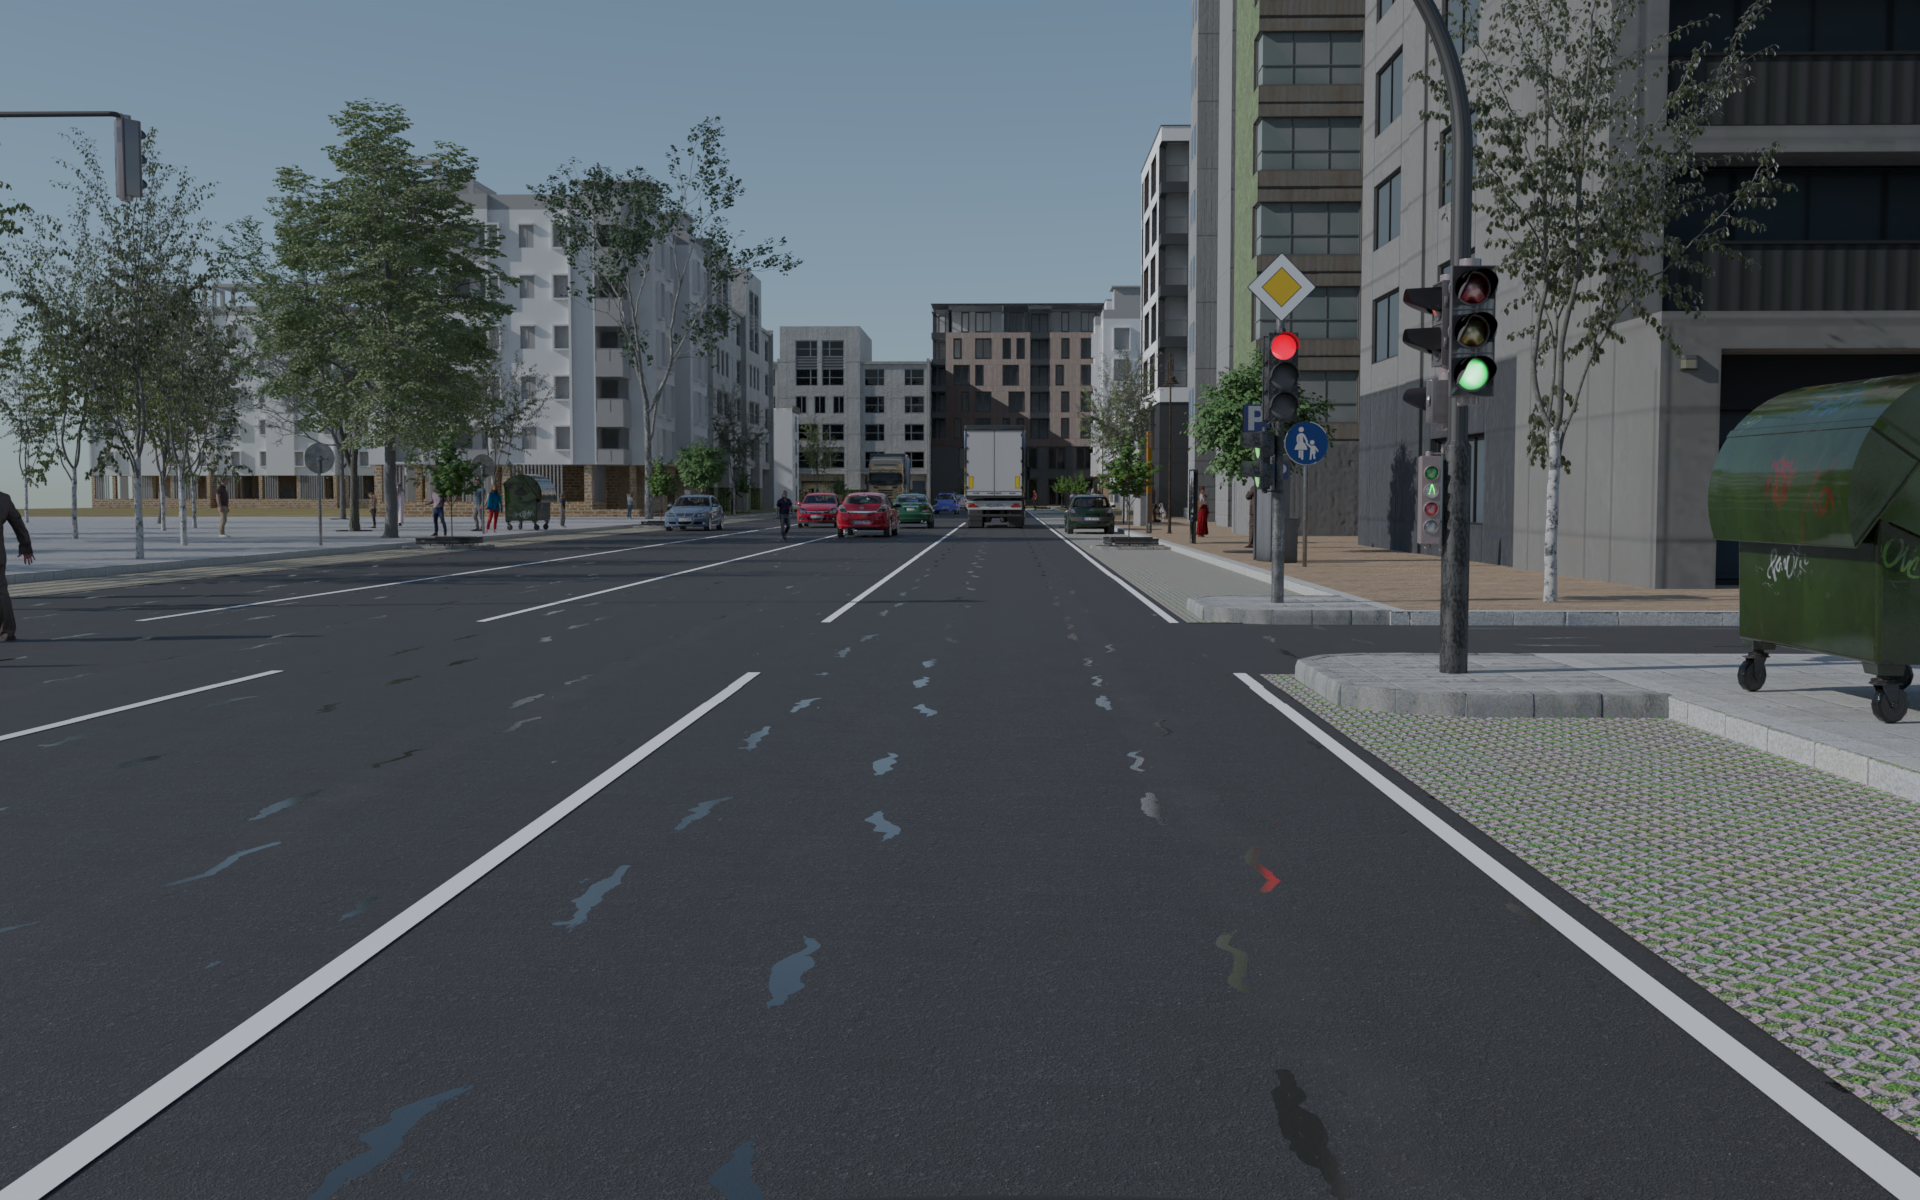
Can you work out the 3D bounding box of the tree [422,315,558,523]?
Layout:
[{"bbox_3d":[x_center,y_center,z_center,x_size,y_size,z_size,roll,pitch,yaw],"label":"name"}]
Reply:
[{"bbox_3d":[-18.628,-7.289,69.536,4.360,8.622,3.978,0,3,0],"label":"tree"}]

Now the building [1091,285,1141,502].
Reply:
[{"bbox_3d":[20.436,-18.731,162.670,16.016,20.091,11.380,0,4,1],"label":"building"}]

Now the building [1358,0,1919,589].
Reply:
[{"bbox_3d":[19.949,-36.261,31.116,20.611,71.187,20.563,0,4,1],"label":"building"}]

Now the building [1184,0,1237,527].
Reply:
[{"bbox_3d":[21.271,-32.864,79.332,21.231,58.520,28.212,0,4,1],"label":"building"}]

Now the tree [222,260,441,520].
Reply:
[{"bbox_3d":[-31.082,-10.805,87.028,12.009,13.543,11.850,0,3,0],"label":"tree"}]

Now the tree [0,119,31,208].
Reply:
[{"bbox_3d":[-16.962,-4.711,27.389,4.737,8.622,4.395,0,3,0],"label":"tree"}]

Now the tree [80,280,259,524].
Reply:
[{"bbox_3d":[-34.308,-8.586,74.793,7.601,10.594,8.767,0,4,-4],"label":"tree"}]

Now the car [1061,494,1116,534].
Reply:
[{"bbox_3d":[4.692,-3.256,63.015,2.009,1.686,4.222,0,4,2],"label":"car"}]

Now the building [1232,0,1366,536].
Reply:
[{"bbox_3d":[16.132,-22.903,58.064,14.154,41.232,14.086,0,4,1],"label":"building"}]

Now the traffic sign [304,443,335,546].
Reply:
[{"bbox_3d":[-15.888,-2.622,42.968,0.768,2.556,0.104,0,4,3],"label":"traffic sign"}]

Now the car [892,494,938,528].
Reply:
[{"bbox_3d":[-2.023,-3.780,73.597,2.131,1.459,4.920,0,4,0],"label":"car"}]

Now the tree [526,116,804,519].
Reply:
[{"bbox_3d":[-14.709,-14.114,86.657,12.611,20.169,13.585,0,3,0],"label":"tree"}]

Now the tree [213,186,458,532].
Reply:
[{"bbox_3d":[-20.875,-8.150,59.002,9.928,11.665,9.643,0,3,0],"label":"tree"}]

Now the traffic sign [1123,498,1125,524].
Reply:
[{"bbox_3d":[7.004,-4.523,74.058,0.768,2.556,0.104,0,4,4],"label":"traffic sign"}]

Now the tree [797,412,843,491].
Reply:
[{"bbox_3d":[-12.752,-12.526,155.165,4.737,8.622,4.395,0,3,0],"label":"tree"}]

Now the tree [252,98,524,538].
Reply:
[{"bbox_3d":[-16.786,-8.114,50.786,7.486,12.596,7.792,0,3,0],"label":"tree"}]

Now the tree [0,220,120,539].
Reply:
[{"bbox_3d":[-25.340,-6.066,49.546,4.737,8.622,4.395,0,3,0],"label":"tree"}]

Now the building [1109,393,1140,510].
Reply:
[{"bbox_3d":[17.620,-12.283,142.977,9.099,9.664,28.070,0,4,1],"label":"building"}]

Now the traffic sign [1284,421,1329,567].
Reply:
[{"bbox_3d":[6.070,-1.855,30.430,0.768,2.556,0.104,0,4,3],"label":"traffic sign"}]

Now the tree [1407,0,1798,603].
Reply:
[{"bbox_3d":[7.239,-4.278,20.314,4.360,8.622,3.978,0,3,0],"label":"tree"}]

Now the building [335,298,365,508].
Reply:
[{"bbox_3d":[-49.568,-18.726,162.581,11.380,20.091,16.016,0,4,1],"label":"building"}]

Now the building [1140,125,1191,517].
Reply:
[{"bbox_3d":[25.453,-16.399,112.095,27.936,21.610,32.646,0,4,1],"label":"building"}]

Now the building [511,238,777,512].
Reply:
[{"bbox_3d":[-25.063,-16.476,135.844,16.747,18.905,31.486,0,4,1],"label":"building"}]

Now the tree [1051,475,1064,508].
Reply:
[{"bbox_3d":[9.624,-10.261,162.365,1.663,3.219,1.824,0,3,0],"label":"tree"}]

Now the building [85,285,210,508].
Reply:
[{"bbox_3d":[-72.922,-18.794,163.697,11.380,20.091,16.016,0,4,1],"label":"building"}]

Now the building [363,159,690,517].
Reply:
[{"bbox_3d":[-25.244,-15.058,102.614,16.016,20.091,11.380,0,4,1],"label":"building"}]

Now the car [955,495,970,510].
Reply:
[{"bbox_3d":[-0.150,-8.598,152.934,2.083,1.381,4.827,0,4,2],"label":"car"}]

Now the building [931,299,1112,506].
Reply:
[{"bbox_3d":[13.463,-21.519,195.812,32.646,21.610,27.936,0,4,1],"label":"building"}]

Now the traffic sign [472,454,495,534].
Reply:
[{"bbox_3d":[-15.245,-3.378,55.342,0.768,2.556,0.104,0,4,6],"label":"traffic sign"}]

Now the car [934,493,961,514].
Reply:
[{"bbox_3d":[-0.944,-7.010,124.199,1.945,1.707,3.694,0,4,3],"label":"car"}]

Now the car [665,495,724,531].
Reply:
[{"bbox_3d":[-10.470,-3.458,68.539,2.014,1.417,4.499,0,4,2],"label":"car"}]

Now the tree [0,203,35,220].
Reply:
[{"bbox_3d":[-26.539,-5.772,44.729,4.737,8.622,4.395,0,3,0],"label":"tree"}]

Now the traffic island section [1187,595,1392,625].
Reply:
[{"bbox_3d":[3.771,0.112,20.456,2.009,0.180,2.903,0,4,1],"label":"traffic island section"}]

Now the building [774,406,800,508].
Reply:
[{"bbox_3d":[-29.772,-13.652,165.349,28.070,9.664,9.099,0,4,1],"label":"building"}]

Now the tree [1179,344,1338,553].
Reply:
[{"bbox_3d":[6.434,-3.319,37.975,4.285,4.588,4.351,0,3,0],"label":"tree"}]

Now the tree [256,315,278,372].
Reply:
[{"bbox_3d":[-19.236,-5.655,42.814,4.360,8.622,3.978,0,3,0],"label":"tree"}]

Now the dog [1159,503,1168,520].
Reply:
[{"bbox_3d":[10.234,-4.455,87.223,0.513,0.831,0.800,1,4,11],"label":"dog"}]

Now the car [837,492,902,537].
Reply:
[{"bbox_3d":[-3.094,-3.042,58.783,2.155,1.783,4.494,0,4,3],"label":"car"}]

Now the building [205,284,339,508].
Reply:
[{"bbox_3d":[-60.961,-18.705,162.243,11.380,20.091,16.016,0,4,1],"label":"building"}]

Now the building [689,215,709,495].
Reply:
[{"bbox_3d":[-24.919,-15.779,114.403,16.016,20.091,11.380,0,4,1],"label":"building"}]

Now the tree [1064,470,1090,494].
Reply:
[{"bbox_3d":[9.793,-8.845,139.213,1.663,3.219,1.824,0,3,0],"label":"tree"}]

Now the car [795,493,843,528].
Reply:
[{"bbox_3d":[-6.020,-4.037,75.038,2.155,1.783,4.494,0,3,0],"label":"car"}]

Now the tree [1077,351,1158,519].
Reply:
[{"bbox_3d":[8.146,-8.434,88.255,4.737,8.622,4.395,0,3,0],"label":"tree"}]

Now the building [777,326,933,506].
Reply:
[{"bbox_3d":[-18.742,-19.849,190.988,31.486,18.905,16.747,0,4,1],"label":"building"}]

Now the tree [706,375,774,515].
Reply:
[{"bbox_3d":[-13.935,-9.629,107.800,4.360,8.622,3.978,0,3,0],"label":"tree"}]

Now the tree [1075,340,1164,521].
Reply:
[{"bbox_3d":[7.854,-8.106,82.895,4.360,8.622,3.978,0,3,0],"label":"tree"}]

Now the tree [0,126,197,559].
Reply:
[{"bbox_3d":[-16.473,-5.114,33.971,4.360,8.622,3.978,0,3,0],"label":"tree"}]

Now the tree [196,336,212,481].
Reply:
[{"bbox_3d":[-27.887,-6.714,60.132,4.737,8.622,4.395,0,3,0],"label":"tree"}]

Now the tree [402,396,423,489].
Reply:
[{"bbox_3d":[-23.094,-7.745,76.991,4.360,8.622,3.978,0,3,0],"label":"tree"}]

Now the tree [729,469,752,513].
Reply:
[{"bbox_3d":[-14.819,-7.604,118.927,1.663,3.219,1.824,0,3,0],"label":"tree"}]

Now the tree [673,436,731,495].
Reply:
[{"bbox_3d":[-14.657,-7.000,98.164,4.285,4.588,4.351,0,3,0],"label":"tree"}]
